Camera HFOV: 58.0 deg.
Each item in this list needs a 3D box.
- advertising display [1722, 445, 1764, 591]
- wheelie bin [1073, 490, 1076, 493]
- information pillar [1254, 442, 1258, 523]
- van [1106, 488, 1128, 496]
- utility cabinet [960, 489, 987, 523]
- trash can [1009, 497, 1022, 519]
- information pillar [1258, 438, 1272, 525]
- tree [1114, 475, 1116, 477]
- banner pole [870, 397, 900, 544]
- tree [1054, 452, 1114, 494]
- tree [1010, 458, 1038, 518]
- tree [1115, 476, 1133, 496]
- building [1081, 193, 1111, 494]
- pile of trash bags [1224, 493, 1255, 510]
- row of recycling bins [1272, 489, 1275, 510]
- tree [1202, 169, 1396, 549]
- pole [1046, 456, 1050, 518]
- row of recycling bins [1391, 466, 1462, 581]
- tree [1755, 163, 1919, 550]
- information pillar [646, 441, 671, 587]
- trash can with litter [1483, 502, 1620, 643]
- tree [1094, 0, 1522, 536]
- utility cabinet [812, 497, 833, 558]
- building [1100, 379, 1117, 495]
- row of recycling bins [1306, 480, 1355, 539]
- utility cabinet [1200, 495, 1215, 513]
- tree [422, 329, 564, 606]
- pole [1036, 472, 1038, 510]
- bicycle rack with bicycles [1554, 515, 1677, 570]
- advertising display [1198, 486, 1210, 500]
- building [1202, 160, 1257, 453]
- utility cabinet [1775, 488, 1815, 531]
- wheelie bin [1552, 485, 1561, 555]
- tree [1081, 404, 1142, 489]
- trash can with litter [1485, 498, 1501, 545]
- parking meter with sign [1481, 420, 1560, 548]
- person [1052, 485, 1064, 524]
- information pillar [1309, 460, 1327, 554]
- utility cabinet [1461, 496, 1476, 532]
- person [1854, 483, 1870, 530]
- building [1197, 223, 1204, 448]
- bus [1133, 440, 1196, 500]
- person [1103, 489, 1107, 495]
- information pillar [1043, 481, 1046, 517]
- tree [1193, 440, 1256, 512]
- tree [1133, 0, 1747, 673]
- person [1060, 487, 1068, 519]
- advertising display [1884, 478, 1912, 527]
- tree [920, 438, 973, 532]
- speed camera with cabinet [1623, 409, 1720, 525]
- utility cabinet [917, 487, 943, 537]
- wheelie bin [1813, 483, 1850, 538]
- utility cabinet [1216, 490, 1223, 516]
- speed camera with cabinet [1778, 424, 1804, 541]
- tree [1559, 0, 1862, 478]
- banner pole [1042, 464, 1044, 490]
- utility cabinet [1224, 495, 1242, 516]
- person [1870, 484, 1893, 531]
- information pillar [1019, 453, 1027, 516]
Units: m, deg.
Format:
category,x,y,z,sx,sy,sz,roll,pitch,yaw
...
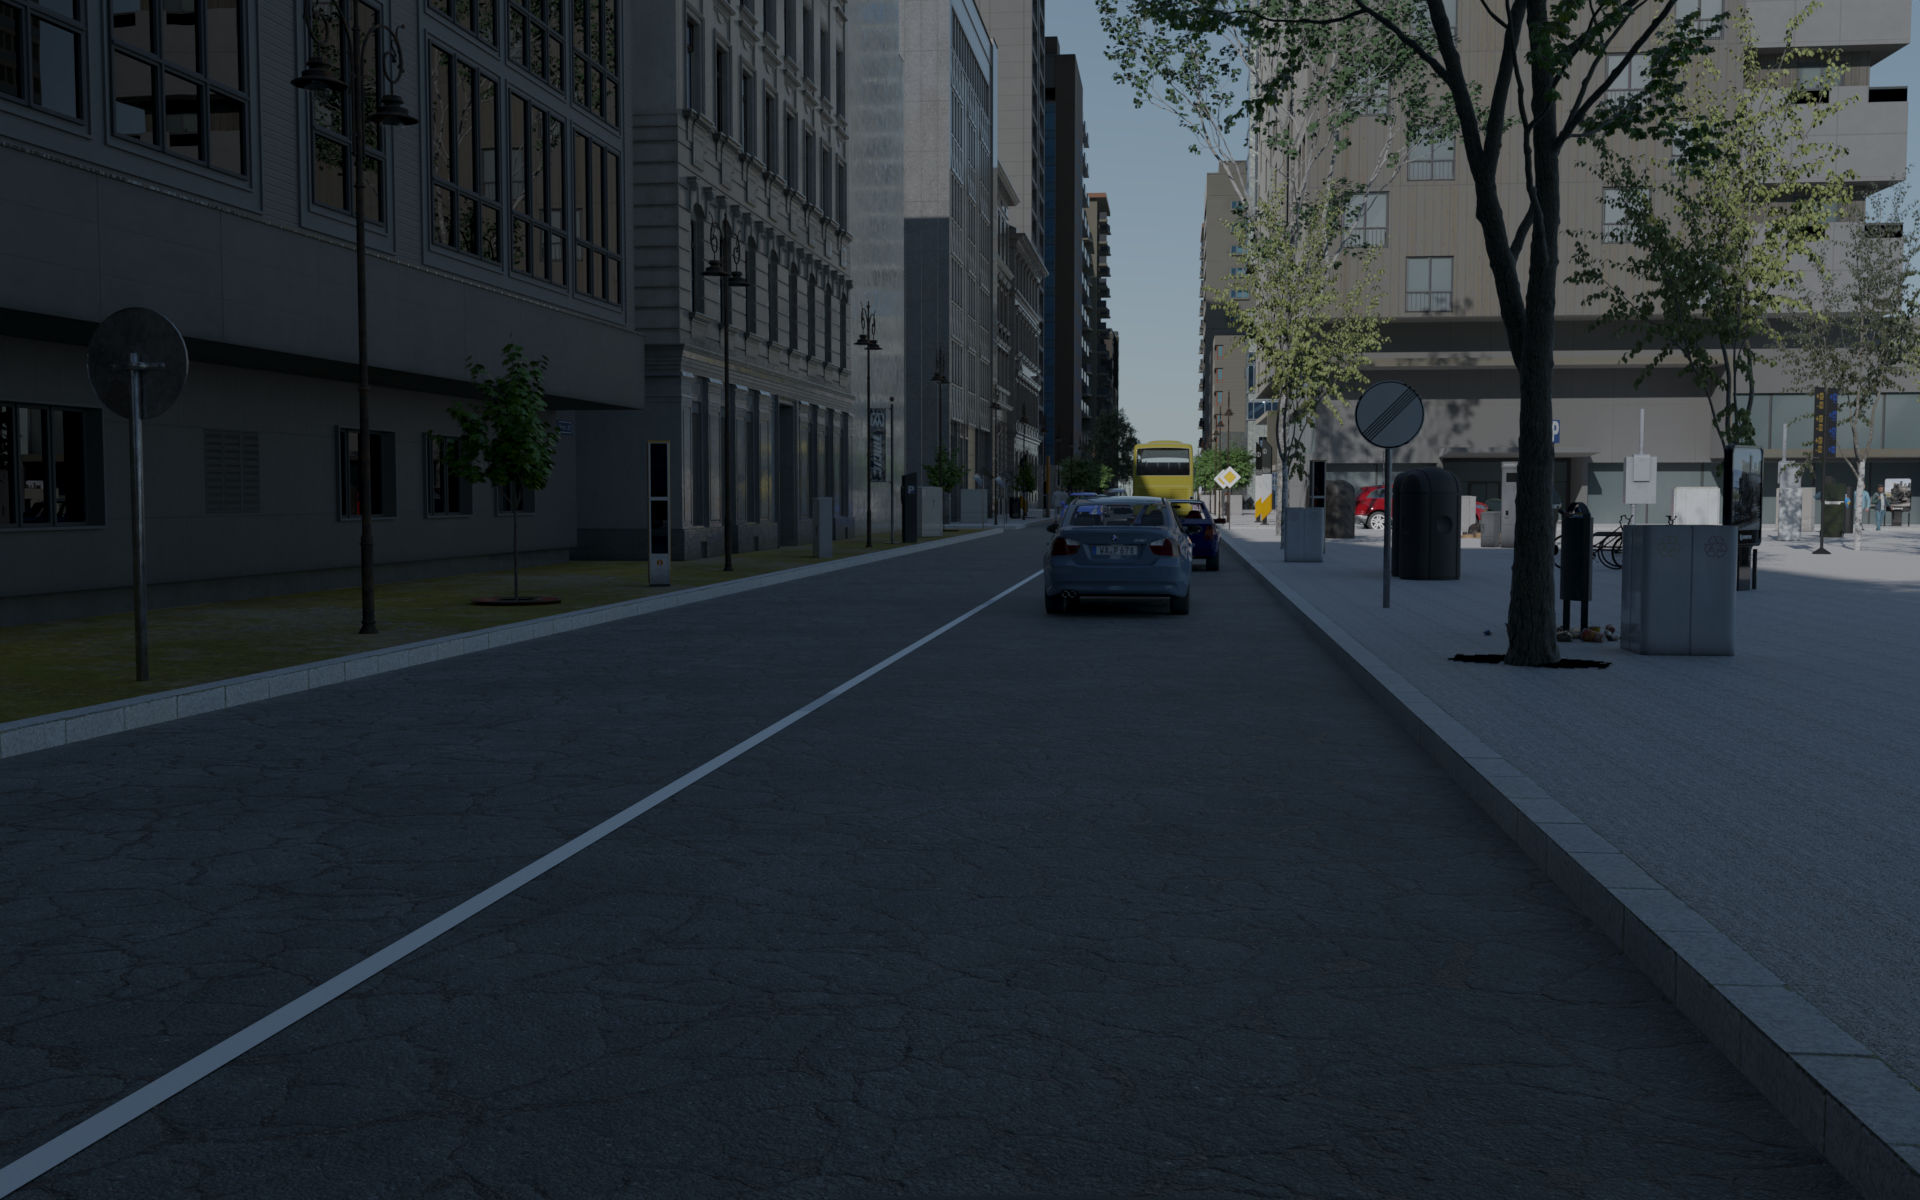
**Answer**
category,x,y,z,sx,sy,sz,roll,pitch,yaw
advertising display,10.378,-1.086,22.971,0.974,1.923,0.123,-3,5,-43
wheelie bin,8.206,-7.317,127.537,0.693,1.594,0.980,3,4,37
information pillar,13.501,-5.289,77.826,0.504,3.616,0.183,2,4,32
van,11.281,-7.212,124.922,2.013,2.044,4.112,0,4,8
utility cabinet,0.607,-4.148,76.497,1.173,1.500,0.318,0,4,-6
trash can,2.870,-4.809,90.281,0.748,1.137,0.748,0,3,0
information pillar,12.734,-4.927,71.911,0.183,3.616,0.504,-3,5,-41
tree,11.619,-10.650,157.842,4.285,4.588,4.351,0,3,0
banner pole,-1.963,-3.330,44.467,0.863,3.779,0.401,-1,4,-19
tree,8.896,-9.153,133.369,4.285,4.588,4.351,0,3,0
tree,3.567,-5.949,91.869,1.663,3.219,1.824,0,3,0
tree,24.978,-19.105,262.723,4.360,8.622,3.978,0,3,0
building,10.026,-36.170,246.003,22.147,44.769,28.867,0,4,7
pile of trash bags,22.586,-8.039,141.191,1.912,1.369,3.447,-2,4,-26
row of recycling bins,25.477,-8.292,142.682,1.069,1.692,3.534,1,4,12
tree,7.798,-5.491,40.137,4.737,8.622,4.395,0,3,0
pole,4.760,-6.104,93.645,0.158,3.312,0.155,0,3,0
row of recycling bins,7.308,-1.236,27.322,1.069,1.692,3.534,1,4,13
tree,20.476,-5.448,39.432,4.360,8.622,3.978,0,3,0
information pillar,-4.176,-1.194,24.010,0.304,2.012,0.304,-1,4,-13
trash can with litter,5.593,-0.288,15.765,1.678,1.210,2.233,0,4,2
tree,11.232,-11.982,51.788,12.611,20.169,13.585,0,3,0
utility cabinet,-2.805,-1.470,35.195,0.306,1.237,1.020,-1,4,-12
building,10.700,-26.382,276.388,27.650,21.520,28.899,0,4,7
row of recycling bins,10.921,-2.705,51.344,1.069,1.692,3.534,0,4,1
utility cabinet,17.150,-6.654,119.957,1.020,1.237,0.306,2,4,26
tree,-5.163,-1.575,20.347,1.663,3.219,1.824,0,3,0
pole,6.336,-9.142,143.318,0.158,3.312,0.155,0,3,0
bicycle rack with bicycles,11.722,-0.984,29.477,2.925,0.926,2.852,2,4,28
advertising display,18.961,-7.917,134.656,0.974,1.923,0.123,-1,4,-15
building,45.501,-38.088,246.438,21.300,48.544,21.600,0,4,7
utility cabinet,28.540,-3.089,59.184,0.318,1.500,1.173,-3,5,-42
wheelie bin,12.085,-1.736,36.284,0.980,1.594,0.693,-1,4,-22
tree,19.554,-18.629,221.586,9.611,12.733,9.660,0,3,0
trash can with litter,13.802,-2.004,44.151,0.624,1.170,1.055,0,4,-4
parking meter with sign,13.268,-2.746,41.152,1.738,3.016,0.543,3,5,42
person,4.690,-4.516,82.213,0.514,1.842,0.818,-2,4,-31
information pillar,7.688,-2.004,37.258,0.304,2.012,0.304,0,4,-1
utility cabinet,17.093,-2.919,58.895,0.306,1.237,1.020,-2,4,-24
person,32.152,-3.265,61.752,0.748,1.841,0.638,-2,4,-27
building,48.604,-37.732,271.549,22.147,44.769,28.867,0,4,7
bus,9.258,-5.316,78.471,2.896,3.916,12.252,0,4,7
person,11.532,-7.818,136.505,0.709,1.800,0.728,2,4,27
information pillar,4.732,-5.549,95.217,0.304,2.012,0.304,1,4,22
tree,16.292,-7.773,110.800,4.285,4.588,4.351,0,3,0
tree,4.134,-5.318,12.707,9.928,11.665,9.643,0,3,0
person,5.305,-4.882,88.540,0.478,1.798,0.641,3,5,44
advertising display,37.045,-3.868,68.458,0.974,1.923,0.123,2,4,24
tree,-0.639,-3.973,59.555,1.663,3.219,1.824,0,3,0
speed camera with cabinet,16.560,-2.813,40.333,2.038,3.252,0.660,1,4,14
utility cabinet,-0.937,-2.623,51.570,0.318,1.500,1.173,2,4,30
wheelie bin,25.790,-2.651,51.256,0.980,1.594,0.693,2,4,27
utility cabinet,15.232,-5.670,101.382,0.318,1.500,1.173,1,4,16
speed camera with cabinet,23.048,-3.285,48.042,0.660,3.252,2.038,2,4,25
tree,11.210,-4.597,25.524,4.737,8.622,4.395,0,3,0
banner pole,6.961,-9.537,145.950,0.401,3.779,0.863,0,4,-7
utility cabinet,16.300,-5.635,103.293,1.020,1.237,0.306,-1,4,-14
person,33.313,-3.295,62.723,0.623,1.781,0.721,-2,4,-27
information pillar,3.662,-6.649,100.073,0.504,3.616,0.183,2,4,32
